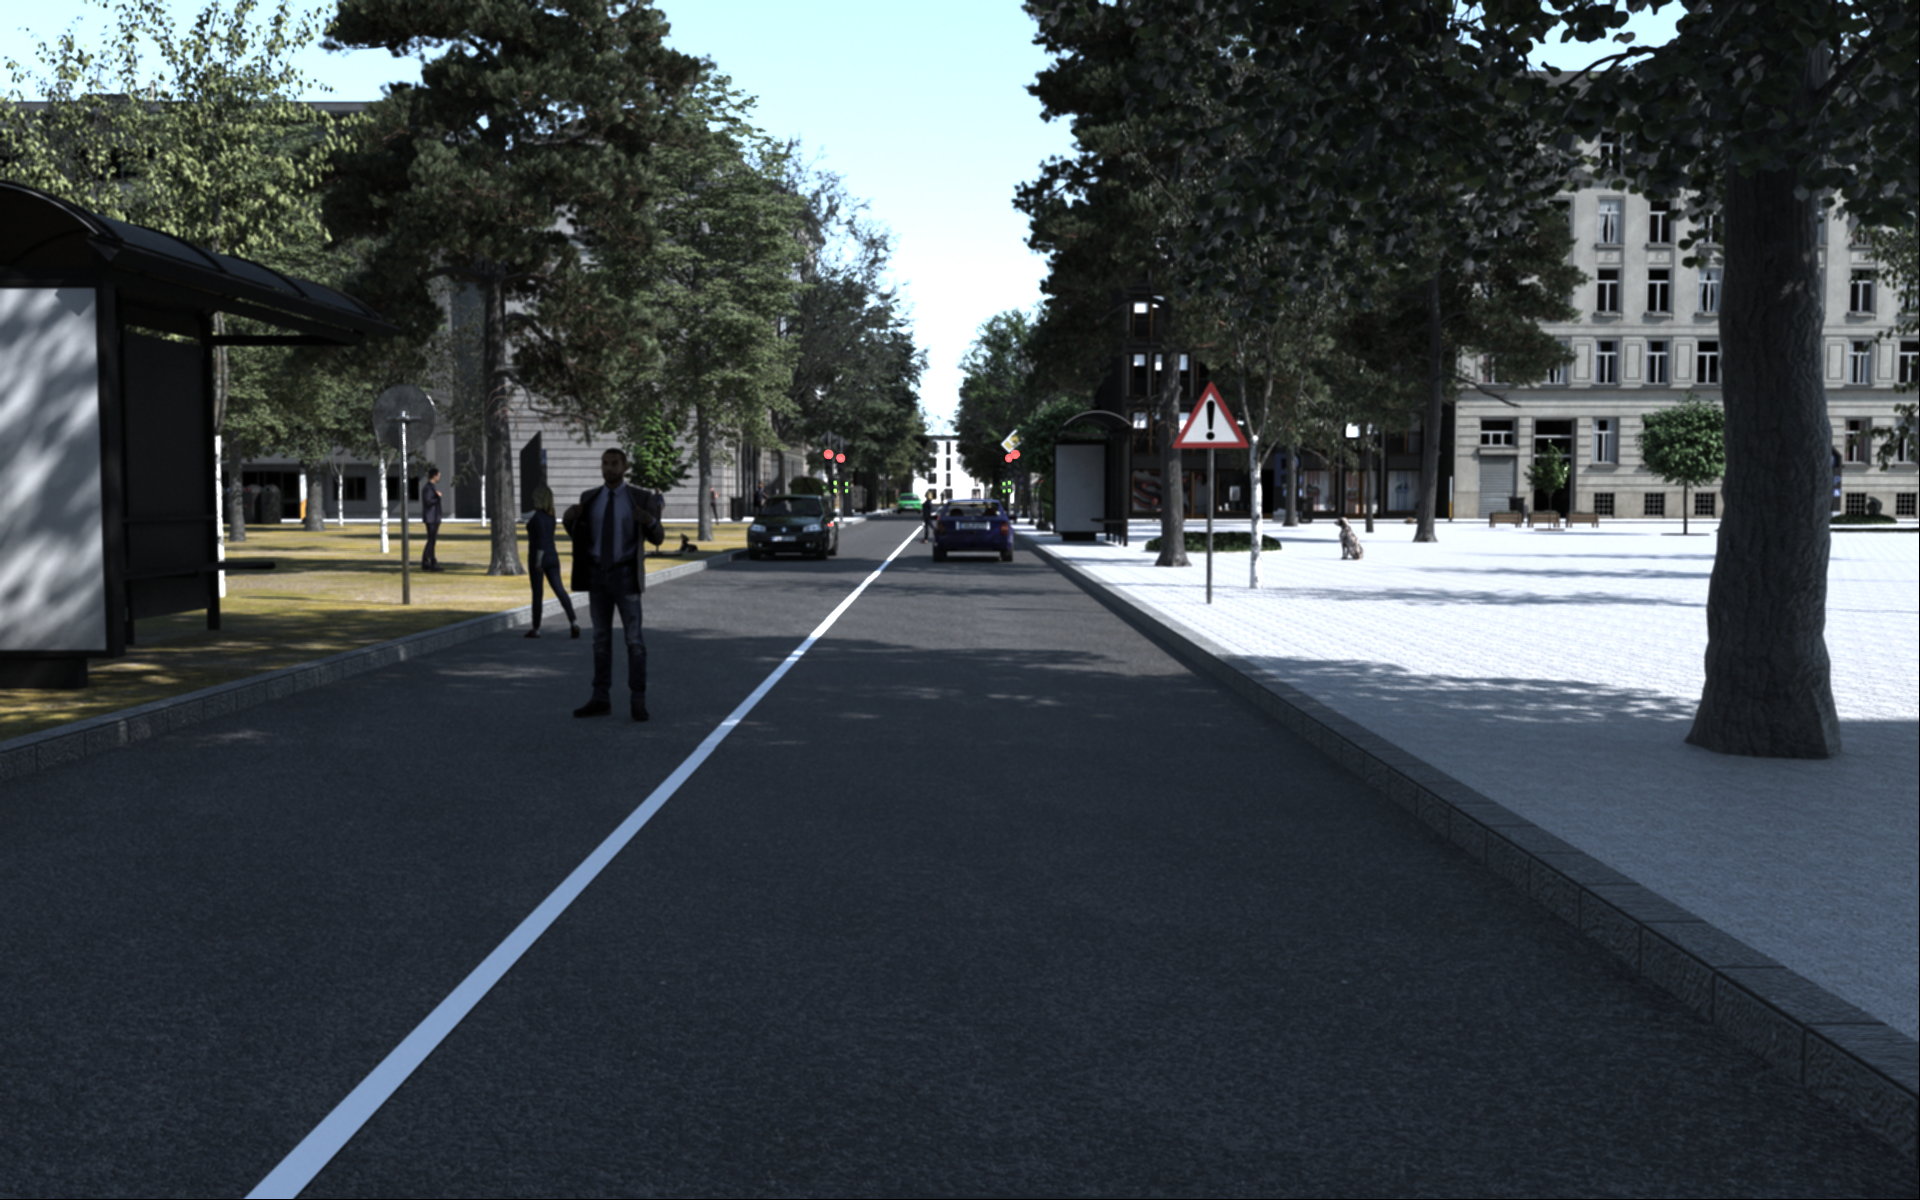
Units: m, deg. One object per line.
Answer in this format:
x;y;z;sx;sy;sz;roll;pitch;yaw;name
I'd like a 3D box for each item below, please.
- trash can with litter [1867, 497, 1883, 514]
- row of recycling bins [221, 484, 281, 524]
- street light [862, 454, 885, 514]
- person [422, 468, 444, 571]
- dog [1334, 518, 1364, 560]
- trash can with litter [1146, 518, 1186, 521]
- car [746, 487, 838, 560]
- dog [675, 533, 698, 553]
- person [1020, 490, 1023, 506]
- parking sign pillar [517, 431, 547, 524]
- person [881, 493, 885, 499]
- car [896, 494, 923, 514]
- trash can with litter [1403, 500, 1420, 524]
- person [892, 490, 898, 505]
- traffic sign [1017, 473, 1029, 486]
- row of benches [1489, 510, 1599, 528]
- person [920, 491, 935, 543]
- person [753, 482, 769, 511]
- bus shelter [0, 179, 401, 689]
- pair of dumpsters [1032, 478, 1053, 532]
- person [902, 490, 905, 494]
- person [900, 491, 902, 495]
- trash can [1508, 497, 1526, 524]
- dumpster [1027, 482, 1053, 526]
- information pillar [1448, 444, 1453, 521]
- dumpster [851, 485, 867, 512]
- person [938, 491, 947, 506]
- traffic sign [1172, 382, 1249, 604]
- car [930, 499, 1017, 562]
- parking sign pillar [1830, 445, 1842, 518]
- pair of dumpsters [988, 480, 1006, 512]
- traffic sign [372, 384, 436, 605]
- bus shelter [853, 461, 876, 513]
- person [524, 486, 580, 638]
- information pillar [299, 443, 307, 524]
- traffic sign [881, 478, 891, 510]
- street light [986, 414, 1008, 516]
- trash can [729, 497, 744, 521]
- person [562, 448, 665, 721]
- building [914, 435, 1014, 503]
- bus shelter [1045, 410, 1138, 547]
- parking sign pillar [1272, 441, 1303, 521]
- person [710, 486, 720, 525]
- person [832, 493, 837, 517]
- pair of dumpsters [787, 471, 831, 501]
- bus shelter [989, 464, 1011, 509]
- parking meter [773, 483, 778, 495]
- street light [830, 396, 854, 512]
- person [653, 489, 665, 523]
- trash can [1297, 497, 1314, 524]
39.920;-3.900;75.147;0.624;1.170;1.055;-2;4;-27;trash can with litter
-30.775;-4.118;74.448;3.534;1.692;1.069;1;4;15;row of recycling bins
-5.624;-8.462;110.892;1.470;5.913;1.316;0;4;0;street light
-8.786;-1.338;28.841;0.530;1.710;0.541;0;4;7;person
7.637;-1.188;33.810;0.513;0.831;0.800;0;4;0;dog
9.890;-4.383;82.719;2.233;1.210;1.678;-1;4;-9;trash can with litter
-3.720;-1.781;38.900;2.009;1.686;4.222;0;4;1;car
-6.064;-1.258;38.304;0.550;0.427;0.748;0;4;-5;dog
6.600;-10.744;182.418;1.217;1.735;0.721;-2;4;-33;person
-18.342;-5.261;74.497;1.447;3.967;1.447;3;4;37;parking sign pillar
-9.383;-12.530;211.460;0.434;1.755;0.990;1;4;10;person
-3.694;-7.187;126.311;1.959;1.807;4.718;0;4;-1;car
19.519;-3.823;73.897;1.055;1.170;0.624;-1;4;-11;trash can with litter
-7.082;-11.454;193.874;0.990;1.755;0.434;1;4;12;person
3.885;-6.505;106.470;0.768;2.556;0.104;0;4;3;traffic sign
22.264;-3.111;66.328;4.104;0.672;1.422;0;4;5;row of benches
-0.860;-2.421;50.623;0.613;1.512;0.480;-2;4;-24;person
-7.425;-3.523;64.468;0.431;1.722;0.655;-3;5;-45;person
-6.333;-1.218;13.841;2.014;3.302;5.546;0;4;0;bus shelter
3.393;-3.563;60.752;1.574;2.255;4.436;0;3;0;pair of dumpsters
-7.408;-13.543;227.612;0.705;1.807;1.348;2;4;34;person
-7.574;-13.286;224.093;0.721;1.723;1.217;0;4;7;person
23.999;-3.854;74.670;0.748;1.137;0.748;0;3;0;trash can
3.431;-3.995;71.074;1.264;1.857;1.865;0;4;0;dumpster
23.190;-5.533;81.817;0.183;3.616;0.504;1;4;13;information pillar
-6.930;-6.788;116.746;1.264;1.857;1.865;0;4;0;dumpster
-2.182;-12.511;213.066;1.348;1.823;0.705;-2;4;-31;person
2.907;-1.231;20.138;0.884;2.594;0.081;1;4;9;traffic sign
0.293;-1.554;37.984;1.945;1.354;3.894;0;4;1;car
41.356;-5.746;82.415;1.447;3.967;1.447;0;4;-7;parking sign pillar
2.876;-7.510;125.282;1.574;2.255;4.436;0;3;0;pair of dumpsters
-6.424;-1.218;20.013;0.768;2.556;0.104;0;4;7;traffic sign
-6.517;-7.997;122.029;1.731;3.624;6.357;0;4;0;bus shelter
-4.070;-0.379;17.240;0.613;1.512;0.480;0;4;1;person
-27.866;-5.039;73.742;0.504;3.616;0.183;0;4;-7;information pillar
-6.020;-8.569;140.105;0.884;2.594;0.081;1;4;8;traffic sign
2.202;-7.829;100.552;1.470;5.913;1.316;0;4;0;street light
-10.588;-4.314;82.180;0.748;1.137;0.748;0;3;0;trash can
-2.214;-0.104;11.018;0.655;1.722;0.431;1;4;15;person
7.308;-18.873;250.727;28.070;9.664;9.099;0;4;0;building
3.322;-3.101;44.625;2.014;3.302;5.546;0;3;0;bus shelter
15.648;-5.760;82.650;1.447;3.967;1.447;2;4;31;parking sign pillar
-10.257;-3.932;71.801;0.593;1.643;0.415;-3;5;-44;person
-7.081;-5.414;96.622;0.516;1.574;0.319;-3;5;-44;person
-6.251;-4.229;71.643;1.574;2.255;4.436;0;3;0;pair of dumpsters
3.250;-9.100;140.063;1.731;3.624;6.357;0;4;0;bus shelter
-8.619;-4.665;81.990;0.399;1.863;0.255;-1;4;-16;parking meter
-5.588;-6.712;82.281;1.470;5.913;1.316;0;4;0;street light
-11.076;-3.315;62.936;0.574;1.496;0.600;1;4;10;person
14.960;-3.875;75.014;0.748;1.137;0.748;0;3;0;trash can
